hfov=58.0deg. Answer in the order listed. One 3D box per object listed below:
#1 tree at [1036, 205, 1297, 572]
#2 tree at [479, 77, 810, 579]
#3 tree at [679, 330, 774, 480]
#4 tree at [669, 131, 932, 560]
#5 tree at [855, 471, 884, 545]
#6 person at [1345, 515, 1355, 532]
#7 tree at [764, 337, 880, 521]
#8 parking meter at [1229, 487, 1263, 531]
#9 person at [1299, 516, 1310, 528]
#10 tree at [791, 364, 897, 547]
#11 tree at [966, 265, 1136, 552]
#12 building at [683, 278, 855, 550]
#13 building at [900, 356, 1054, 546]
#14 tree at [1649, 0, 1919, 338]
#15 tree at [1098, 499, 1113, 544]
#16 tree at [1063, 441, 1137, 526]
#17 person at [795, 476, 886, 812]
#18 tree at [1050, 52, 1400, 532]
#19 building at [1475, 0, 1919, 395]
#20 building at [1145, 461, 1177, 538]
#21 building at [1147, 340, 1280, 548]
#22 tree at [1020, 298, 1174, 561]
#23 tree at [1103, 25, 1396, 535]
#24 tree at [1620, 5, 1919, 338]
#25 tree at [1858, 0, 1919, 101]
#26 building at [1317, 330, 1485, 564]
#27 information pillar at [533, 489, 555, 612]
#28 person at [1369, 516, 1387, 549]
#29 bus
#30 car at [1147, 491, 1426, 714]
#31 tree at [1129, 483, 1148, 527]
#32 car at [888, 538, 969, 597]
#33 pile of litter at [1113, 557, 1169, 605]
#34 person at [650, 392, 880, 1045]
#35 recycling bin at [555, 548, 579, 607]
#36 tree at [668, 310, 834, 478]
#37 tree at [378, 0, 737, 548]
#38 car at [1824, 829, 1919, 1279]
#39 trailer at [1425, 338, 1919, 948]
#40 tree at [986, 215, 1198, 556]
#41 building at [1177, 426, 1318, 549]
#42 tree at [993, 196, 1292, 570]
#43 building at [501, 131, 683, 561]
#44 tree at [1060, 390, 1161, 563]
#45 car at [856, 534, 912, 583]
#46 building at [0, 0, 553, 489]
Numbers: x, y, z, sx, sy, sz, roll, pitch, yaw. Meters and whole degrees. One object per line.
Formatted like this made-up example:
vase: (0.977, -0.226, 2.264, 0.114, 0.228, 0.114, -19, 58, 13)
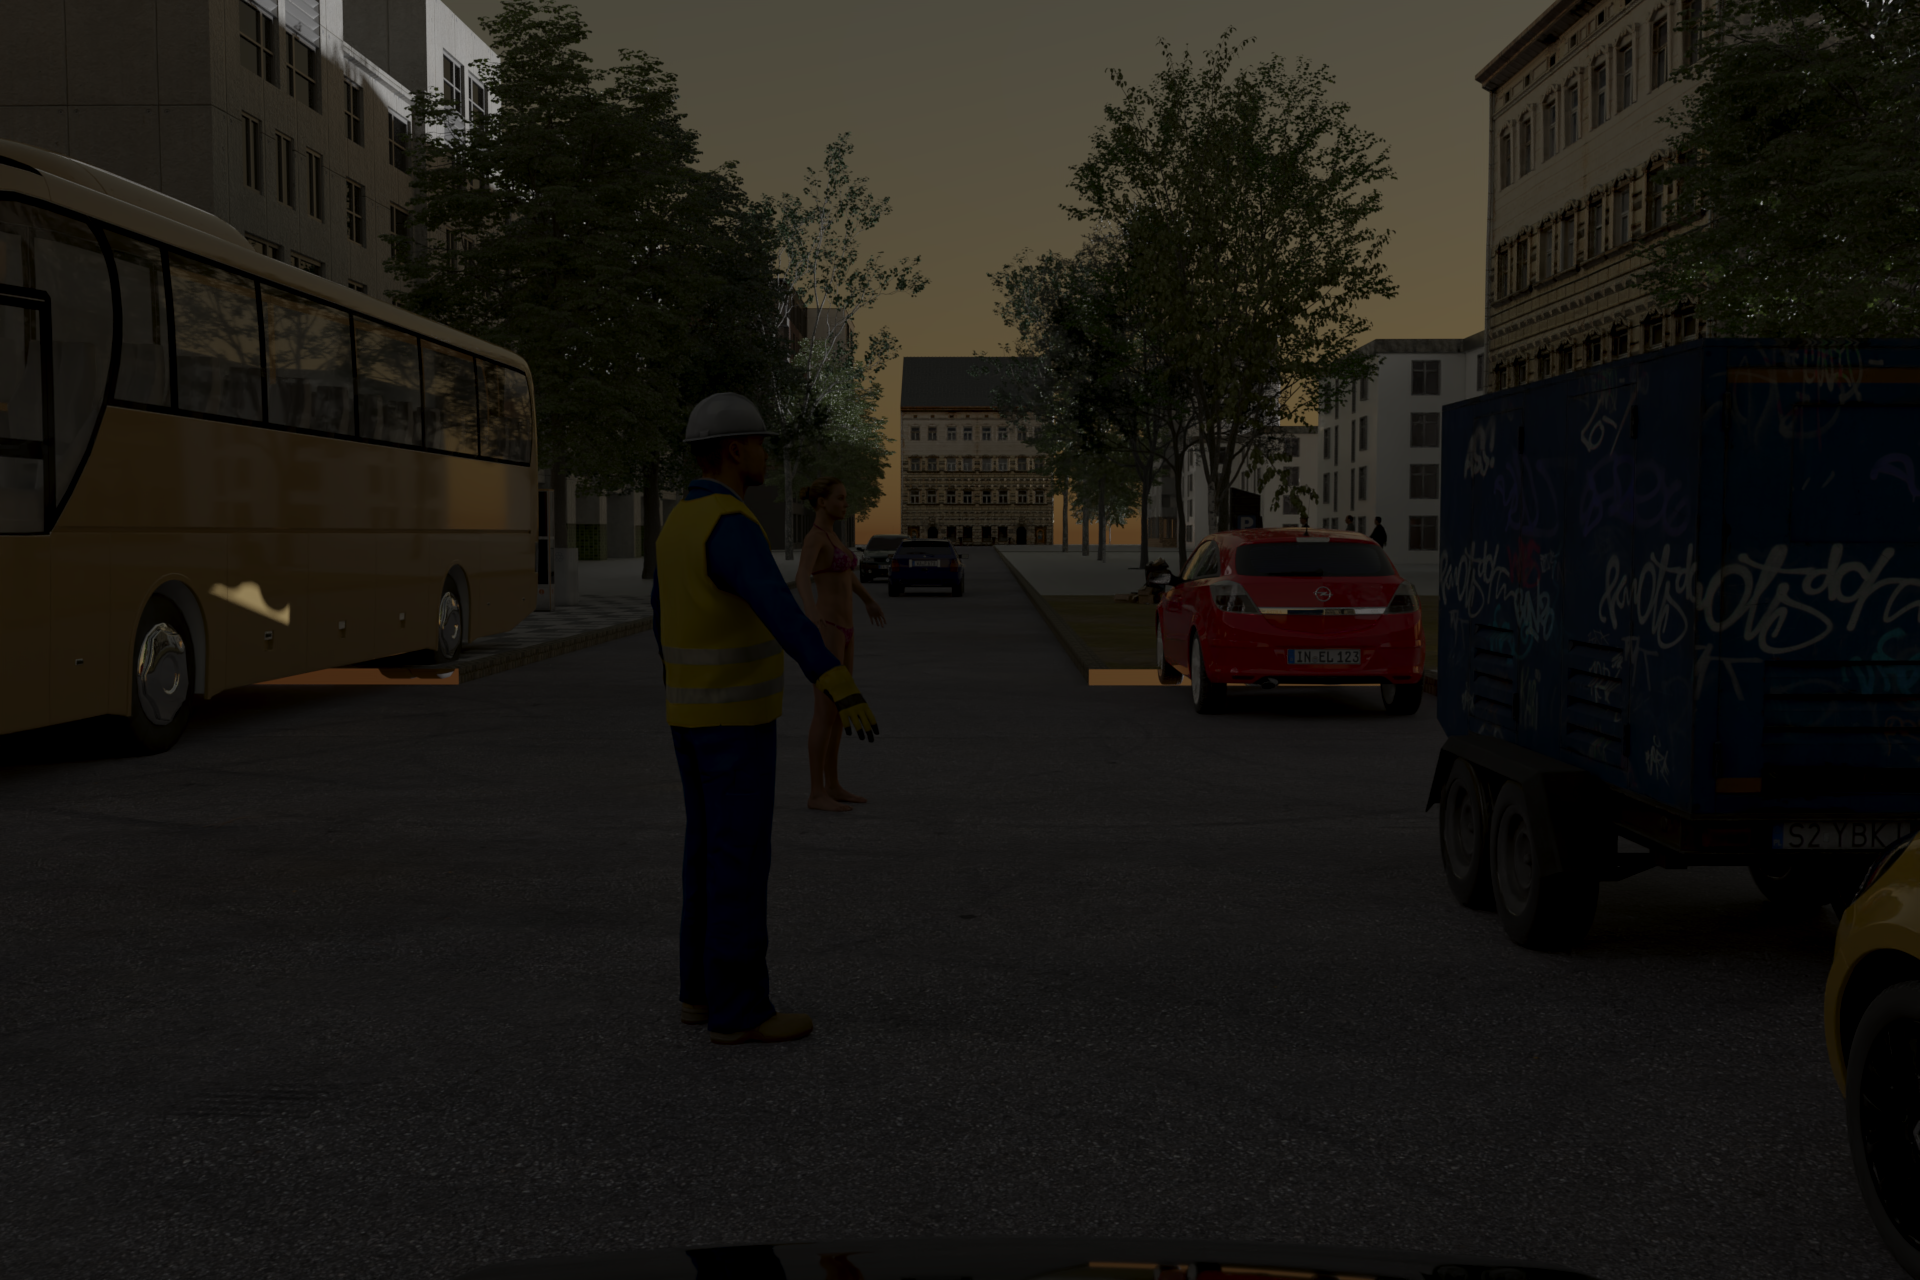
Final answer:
tree: (6.122, -7.027, 49.307, 7.601, 10.594, 8.767, 2, 4, 25)
tree: (-8.714, -8.716, 49.156, 9.857, 13.997, 8.962, 0, 3, 0)
tree: (-9.346, -6.815, 61.794, 4.360, 8.622, 3.978, 0, 3, 0)
tree: (-7.771, -13.871, 82.679, 12.611, 20.169, 13.585, 0, 3, 0)
tree: (-13.164, -17.339, 209.255, 9.928, 11.665, 9.643, 0, 3, 0)
person: (10.554, -2.495, 47.069, 0.705, 1.796, 1.348, 2, 4, 24)
tree: (-8.318, -11.167, 100.715, 7.486, 12.596, 7.792, 0, 3, 0)
parking meter: (3.574, -0.975, 21.657, 0.399, 1.863, 0.255, 0, 4, 1)
person: (9.467, -2.561, 47.810, 0.705, 1.837, 1.347, -1, 4, -9)
tree: (-7.937, -12.080, 115.630, 7.486, 12.596, 7.792, 0, 3, 0)
tree: (6.823, -16.283, 122.108, 12.611, 20.169, 13.585, 0, 3, 0)
building: (-24.283, -19.002, 154.661, 27.936, 21.610, 32.646, 0, 3, 0)
building: (2.100, -23.225, 213.110, 18.063, 23.208, 19.493, 0, 4, 0)
tree: (13.604, -6.498, 24.370, 7.486, 12.596, 7.792, 0, 3, 0)
tree: (18.753, -16.114, 213.819, 4.360, 8.622, 3.978, 0, 3, 0)
tree: (17.052, -18.353, 206.729, 9.857, 13.997, 8.962, 0, 3, 0)
person: (-0.607, 0.011, 9.075, 0.721, 1.733, 1.217, 1, 4, 13)
tree: (5.856, -6.908, 38.695, 9.928, 11.665, 9.643, 0, 3, 0)
building: (26.615, -13.293, 48.266, 19.493, 23.208, 18.063, 0, 4, 1)
building: (25.615, -20.582, 192.943, 16.016, 20.090, 11.380, 0, 4, 1)
building: (24.159, -19.541, 175.920, 16.016, 20.090, 11.380, 0, 4, 1)
tree: (6.594, -10.148, 84.050, 7.486, 12.596, 7.792, 0, 3, 0)
tree: (3.914, -4.604, 25.637, 4.737, 8.622, 4.395, 0, 3, 0)
tree: (17.258, -6.675, 34.890, 9.928, 11.665, 9.643, 0, 3, 0)
tree: (8.424, -6.061, 9.460, 12.009, 13.543, 11.850, 0, 3, 0)
building: (22.387, -8.102, 74.609, 9.099, 9.664, 28.070, 0, 4, 1)
information pillar: (-6.857, -1.468, 28.500, 0.304, 2.012, 0.304, 0, 4, 2)
person: (12.520, -2.806, 52.008, 0.704, 1.812, 1.346, 3, 5, 41)
bus: (-6.319, -1.400, 14.441, 2.896, 3.916, 12.252, 0, 4, 1)
car: (2.775, -0.380, 15.256, 2.155, 1.783, 4.494, 0, 4, 1)
tree: (23.291, -16.116, 213.852, 4.360, 8.622, 3.978, 0, 3, 0)
car: (-0.765, -1.735, 40.942, 1.945, 1.354, 3.894, 0, 4, 1)
pile of litter: (3.433, -1.118, 32.237, 1.176, 0.858, 1.719, 0, 4, 1)
person: (-0.642, 0.210, 4.989, 0.705, 1.833, 1.349, -2, 4, -30)
recycling bin: (-7.257, -1.125, 30.950, 0.722, 1.027, 0.722, 0, 4, 2)
tree: (-8.707, -8.266, 69.567, 8.767, 10.594, 7.601, 1, 4, 19)
tree: (-8.778, -7.310, 37.650, 7.486, 12.596, 7.792, 0, 3, 0)
car: (2.634, 0.498, 2.088, 2.015, 1.641, 3.980, 0, 4, 1)
trailer: (2.622, 0.002, 7.024, 1.471, 1.999, 3.904, 0, 4, 0)
tree: (8.179, -14.947, 100.279, 12.611, 20.169, 13.585, 0, 3, 0)
building: (24.551, -12.614, 148.388, 9.099, 9.664, 28.070, 0, 4, 1)
tree: (6.705, -9.307, 62.532, 12.009, 13.543, 11.850, 0, 3, 0)
building: (-25.745, -13.806, 92.179, 16.747, 18.905, 31.486, 0, 4, 0)
tree: (6.610, -7.698, 76.226, 4.737, 8.622, 4.395, 0, 3, 0)
car: (-2.085, -2.596, 52.230, 2.009, 1.686, 4.222, 0, 4, 0)
building: (-25.572, -11.623, 56.497, 16.747, 18.905, 31.486, 0, 4, 1)
